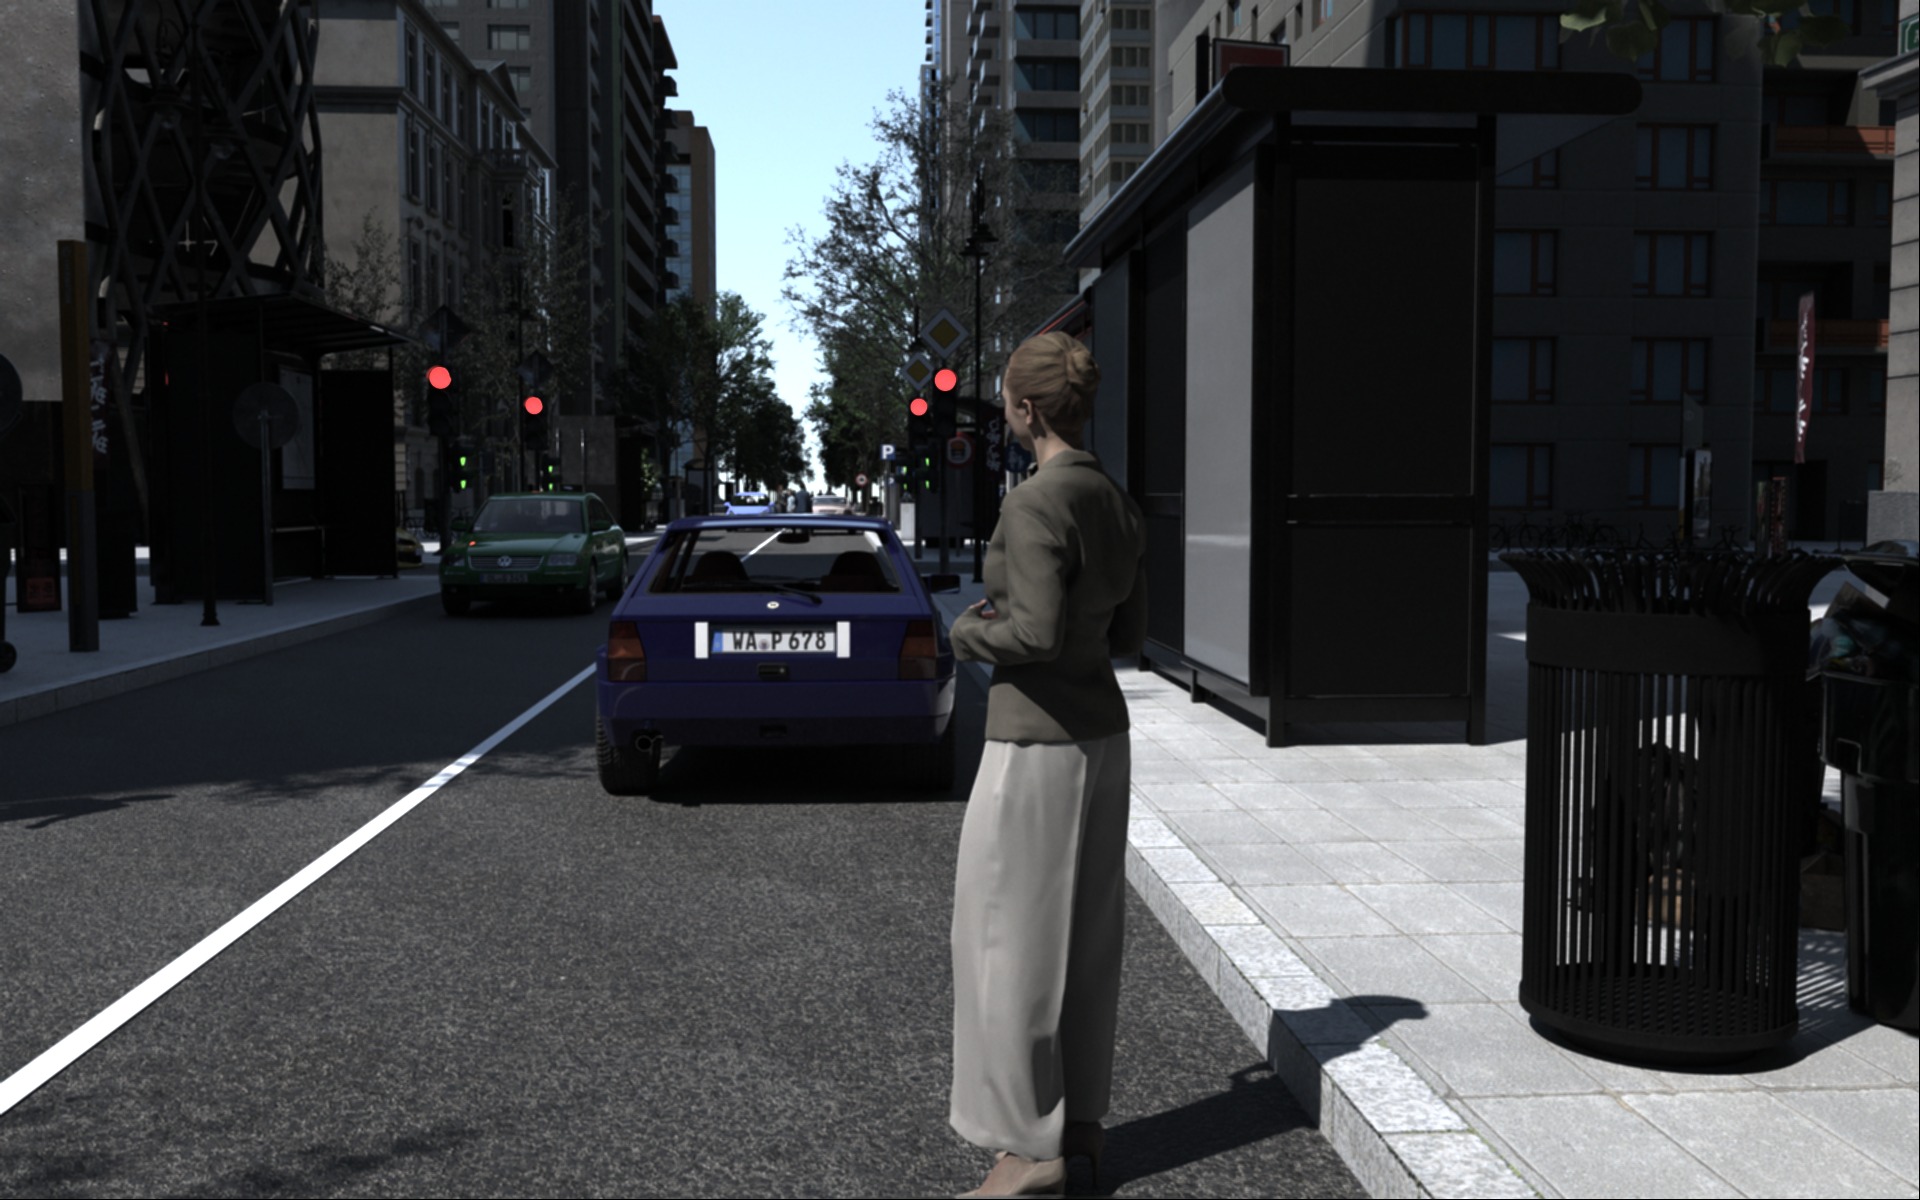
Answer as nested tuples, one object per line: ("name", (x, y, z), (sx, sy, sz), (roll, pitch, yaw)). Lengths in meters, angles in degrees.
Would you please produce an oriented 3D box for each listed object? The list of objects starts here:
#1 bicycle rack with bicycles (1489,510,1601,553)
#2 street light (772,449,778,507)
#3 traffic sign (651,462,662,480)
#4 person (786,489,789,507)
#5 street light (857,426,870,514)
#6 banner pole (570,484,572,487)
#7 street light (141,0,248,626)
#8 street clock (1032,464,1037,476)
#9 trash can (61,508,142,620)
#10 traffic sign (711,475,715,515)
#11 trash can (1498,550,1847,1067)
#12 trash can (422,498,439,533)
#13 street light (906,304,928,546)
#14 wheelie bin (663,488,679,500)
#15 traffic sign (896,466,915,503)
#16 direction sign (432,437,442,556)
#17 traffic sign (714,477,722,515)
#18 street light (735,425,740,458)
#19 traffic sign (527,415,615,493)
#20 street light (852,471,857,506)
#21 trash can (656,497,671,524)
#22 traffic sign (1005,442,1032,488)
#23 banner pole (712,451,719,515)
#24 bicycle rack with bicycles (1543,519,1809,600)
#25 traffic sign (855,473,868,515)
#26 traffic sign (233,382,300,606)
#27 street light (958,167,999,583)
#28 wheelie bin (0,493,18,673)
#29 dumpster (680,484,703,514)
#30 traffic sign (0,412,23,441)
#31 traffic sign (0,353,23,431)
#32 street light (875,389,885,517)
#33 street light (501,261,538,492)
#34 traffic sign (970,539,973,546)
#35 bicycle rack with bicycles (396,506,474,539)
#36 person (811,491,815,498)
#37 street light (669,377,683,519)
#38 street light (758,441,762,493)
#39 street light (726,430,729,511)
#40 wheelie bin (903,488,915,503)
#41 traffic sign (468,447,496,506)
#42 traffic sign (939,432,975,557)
("bicycle rack with bicycles", (13.249, -1.483, 37.628), (2.852, 0.926, 2.925), (-2, 4, -25))
("street light", (-19.201, -12.518, 177.458), (0.468, 5.910, 1.993), (0, 4, -4))
("traffic sign", (-12.368, -4.249, 69.572), (0.768, 2.556, 0.104), (0, 4, 1))
("person", (-14.479, -8.472, 146.892), (0.599, 1.838, 0.709), (-2, 4, -24))
("street light", (-6.552, -8.860, 117.655), (0.468, 5.910, 1.993), (0, 4, -4))
("banner pole", (-18.086, -5.601, 81.590), (0.863, 3.779, 0.401), (3, 4, 36))
("street light", (-7.330, -2.689, 16.753), (0.468, 5.910, 1.993), (0, 4, -4))
("street clock", (1.964, -2.291, 42.027), (0.358, 2.002, 0.471), (-2, 4, -32))
("trash can", (-8.842, -0.381, 17.881), (0.748, 1.137, 0.748), (0, 3, 0))
("traffic sign", (-15.556, -6.629, 108.482), (0.768, 2.556, 0.104), (0, 4, -3))
("trash can", (1.642, 0.464, 4.063), (0.748, 1.137, 0.748), (0, 3, 0))
("trash can", (-17.547, -2.820, 57.754), (0.748, 1.137, 0.748), (0, 3, 0))
("street light", (-1.058, -4.257, 42.389), (0.468, 5.910, 1.993), (0, 4, -4))
("wheelie bin", (-14.530, -4.818, 86.678), (0.980, 1.594, 0.693), (0, 4, 1))
("traffic sign", (-1.948, -3.882, 63.571), (0.768, 2.556, 0.104), (0, 4, 2))
("direction sign", (-10.842, -2.699, 36.125), (0.379, 3.537, 0.876), (-1, 4, -14))
("traffic sign", (-15.143, -6.511, 107.642), (0.795, 2.450, 0.064), (0, 4, -3))
("street light", (-14.225, -8.402, 110.161), (0.468, 5.910, 1.993), (0, 4, -4))
("traffic sign", (-10.065, -3.116, 44.811), (2.265, 3.308, 0.079), (0, 4, -1))
("street light", (-8.955, -10.875, 150.588), (0.468, 5.910, 1.993), (0, 4, -4))
("trash can", (-12.640, -3.785, 73.546), (0.748, 1.137, 0.748), (0, 3, 0))
("traffic sign", (1.377, -2.599, 42.592), (0.768, 2.556, 0.104), (0, 4, 0))
("banner pole", (-13.719, -6.551, 97.131), (0.401, 3.779, 0.863), (-3, 4, -38))
("bicycle rack with bicycles", (8.836, -0.469, 21.053), (2.925, 0.926, 2.852), (1, 4, 12))
("traffic sign", (-6.063, -6.531, 106.880), (0.768, 2.556, 0.104), (0, 4, 2))
("traffic sign", (-7.928, -1.205, 19.808), (0.768, 2.556, 0.104), (0, 4, 1))
("street light", (0.259, -3.188, 24.915), (0.468, 5.910, 1.993), (0, 4, -4))
("wheelie bin", (-7.194, -0.270, 12.321), (0.980, 1.594, 0.693), (2, 4, 25))
("dumpster", (-15.044, -5.583, 97.032), (1.264, 1.857, 1.865), (0, 4, -4))
("traffic sign", (-9.479, -0.957, 16.832), (0.795, 2.450, 0.064), (0, 4, 4))
("traffic sign", (-8.484, -0.911, 15.002), (0.768, 2.556, 0.104), (0, 4, 5))
("street light", (-3.481, -6.301, 75.808), (0.468, 5.910, 1.993), (0, 4, -4))
("street light", (-8.754, -3.779, 34.577), (0.468, 5.910, 1.993), (0, 4, -4))
("traffic sign", (0.286, -2.590, 42.358), (0.884, 2.594, 0.081), (0, 4, -1))
("bicycle rack with bicycles", (-14.901, -2.242, 50.045), (2.852, 0.926, 2.925), (-3, 5, -43))
("person", (-18.145, -12.527, 213.255), (0.705, 1.831, 1.348), (-2, 4, -28))
("street light", (-11.177, -5.840, 68.266), (0.468, 5.910, 1.993), (0, 4, -4))
("street light", (-16.639, -10.449, 143.621), (0.468, 5.910, 1.993), (0, 4, -4))
("street light", (-13.612, -7.858, 101.265), (0.468, 5.910, 1.993), (0, 4, -4))
("wheelie bin", (-1.718, -3.514, 65.356), (0.980, 1.594, 0.693), (-2, 4, -33))
("traffic sign", (-10.393, -2.172, 37.646), (0.606, 2.300, 0.079), (0, 4, 1))
("traffic sign", (-0.039, -2.157, 35.369), (0.768, 2.556, 0.104), (0, 4, 0))
